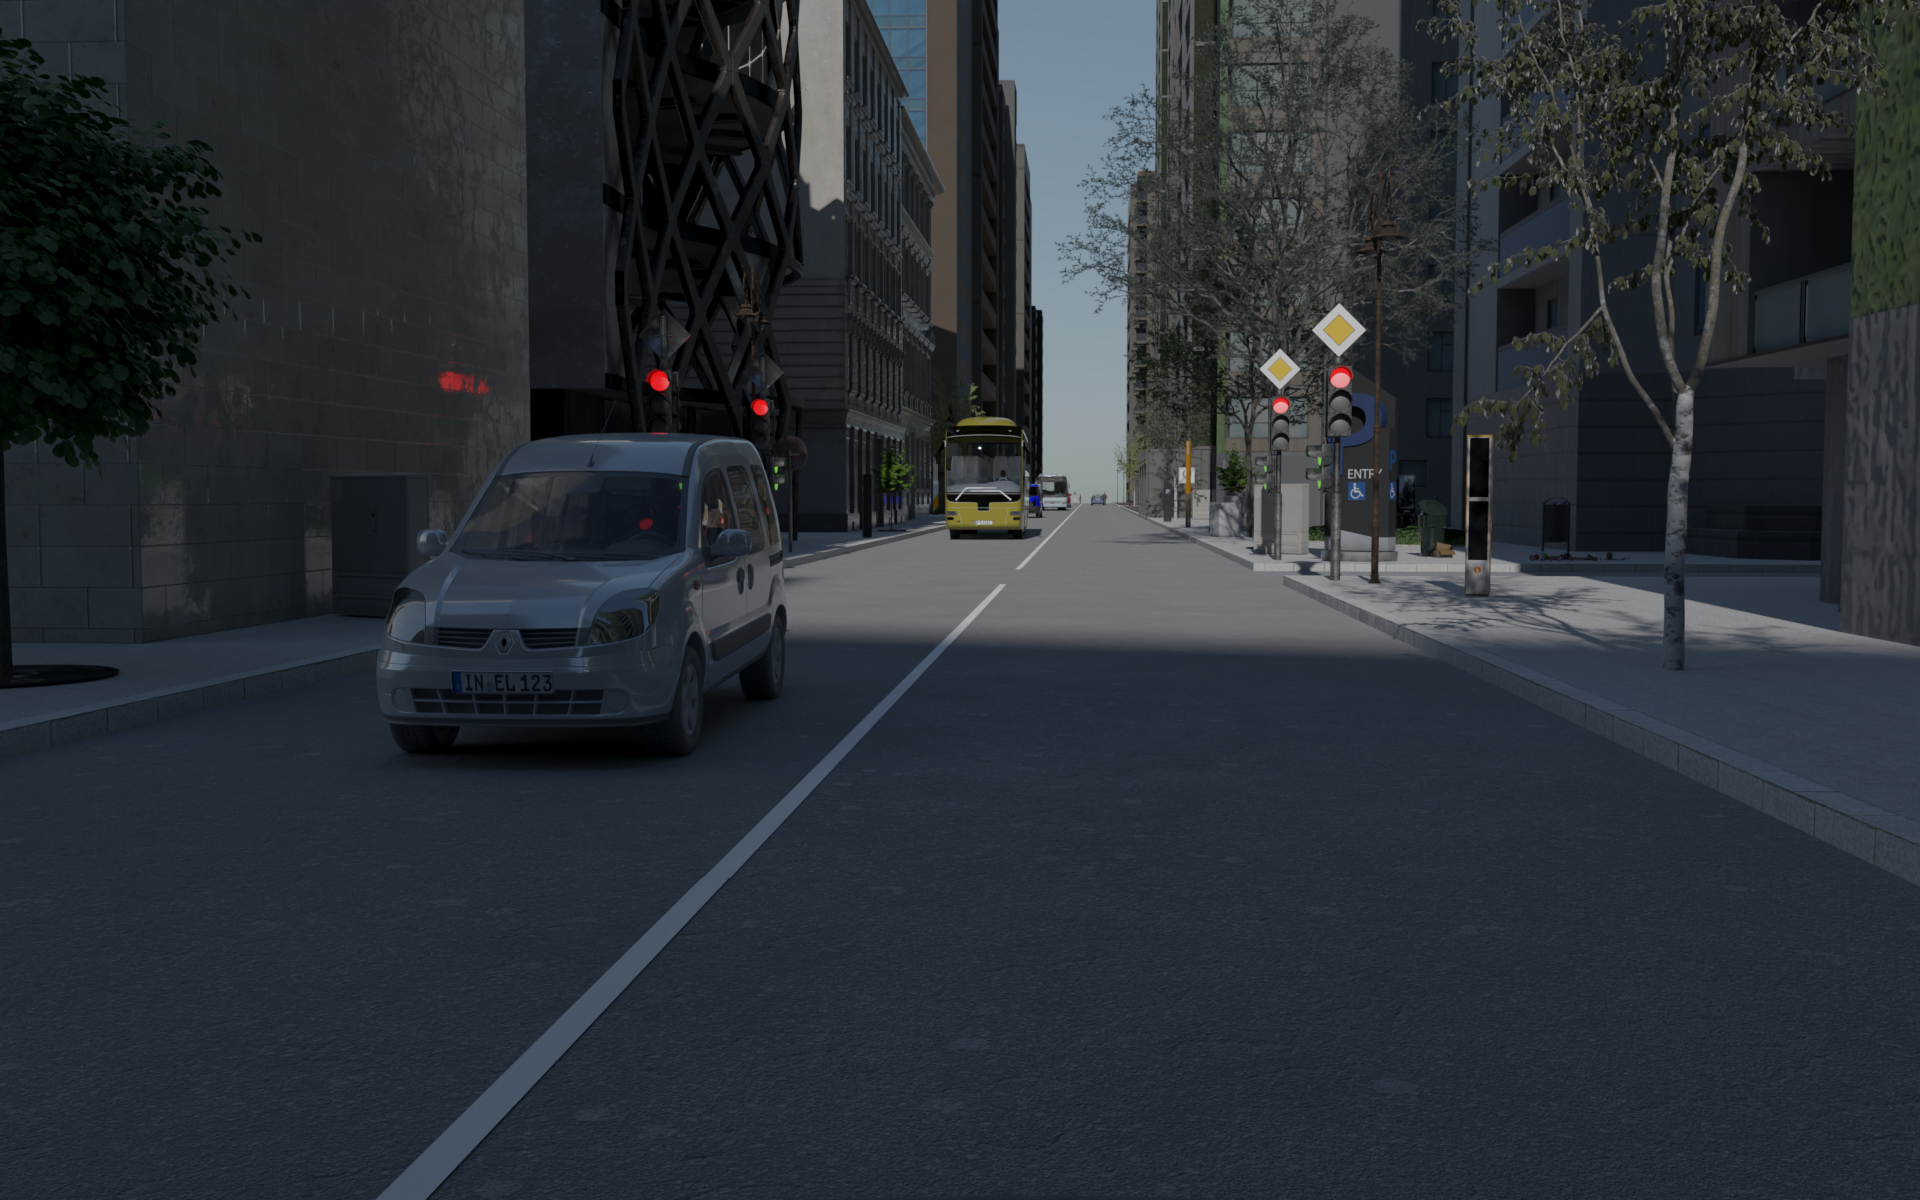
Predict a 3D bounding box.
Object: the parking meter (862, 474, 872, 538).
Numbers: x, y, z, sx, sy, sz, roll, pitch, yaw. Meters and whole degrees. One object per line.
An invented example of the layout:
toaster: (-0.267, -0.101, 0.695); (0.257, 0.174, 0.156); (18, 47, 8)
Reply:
parking meter: (-2.746, -2.775, 51.087); (0.255, 1.863, 0.399); (-1, 4, -11)

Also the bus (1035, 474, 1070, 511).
bus: (8.079, -9.659, 152.788); (2.948, 3.499, 13.247); (0, 4, 2)

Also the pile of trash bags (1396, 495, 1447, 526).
pile of trash bags: (16.739, -3.169, 61.561); (1.912, 1.369, 3.447); (-3, 5, -40)

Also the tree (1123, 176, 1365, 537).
tree: (8.356, -7.154, 51.381); (7.601, 10.594, 8.767); (-1, 4, -14)

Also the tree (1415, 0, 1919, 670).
tree: (5.278, -3.810, 12.648); (4.360, 8.622, 3.978); (0, 3, 0)

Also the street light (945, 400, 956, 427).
street light: (-0.460, -6.889, 85.424); (0.468, 5.910, 1.993); (0, 4, 4)

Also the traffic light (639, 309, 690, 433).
traffic light: (-4.477, -2.290, 26.359); (0.839, 4.253, 0.868); (0, 4, 4)

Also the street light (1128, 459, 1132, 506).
street light: (18.070, -12.942, 184.394); (0.468, 5.910, 1.993); (0, 4, 4)

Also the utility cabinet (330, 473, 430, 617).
utility cabinet: (-6.032, -0.569, 17.983); (1.173, 1.500, 0.318); (2, 4, 32)

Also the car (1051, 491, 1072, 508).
car: (10.605, -10.586, 181.759); (2.281, 1.827, 5.304); (0, 4, 5)

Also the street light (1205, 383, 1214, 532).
street light: (8.422, -5.211, 57.993); (0.468, 5.910, 1.993); (0, 4, 4)

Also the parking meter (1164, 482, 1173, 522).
parking meter: (9.612, -4.543, 79.994); (0.399, 1.863, 0.255); (0, 4, 8)

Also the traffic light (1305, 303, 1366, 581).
traffic light: (5.557, -2.244, 25.618); (0.839, 4.253, 0.868); (0, 4, 4)

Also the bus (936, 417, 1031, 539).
bus: (1.019, -4.121, 58.928); (2.896, 3.916, 12.252); (0, 4, 3)

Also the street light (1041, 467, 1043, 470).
street light: (11.561, -16.590, 244.039); (0.468, 5.910, 1.993); (0, 4, 4)

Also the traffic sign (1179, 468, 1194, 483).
traffic sign: (8.772, -3.970, 67.035); (0.606, 2.300, 0.079); (1, 4, 8)

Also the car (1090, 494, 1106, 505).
car: (17.532, -12.732, 220.168); (2.014, 1.417, 4.499); (0, 4, 6)

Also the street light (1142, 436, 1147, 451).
street light: (14.315, -9.880, 134.324); (0.468, 5.910, 1.993); (0, 4, 4)

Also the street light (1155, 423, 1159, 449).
street light: (12.295, -8.278, 108.127); (0.468, 5.910, 1.993); (0, 4, 4)

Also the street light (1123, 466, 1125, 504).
street light: (20.517, -14.929, 216.883); (0.468, 5.910, 1.993); (0, 4, 4)

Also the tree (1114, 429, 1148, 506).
tree: (19.274, -14.877, 193.605); (4.737, 8.622, 4.395); (0, 3, 0)

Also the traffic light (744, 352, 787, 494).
traffic light: (-3.874, -2.777, 34.321); (0.839, 4.253, 0.868); (0, 4, 4)

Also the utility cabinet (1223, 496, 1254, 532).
utility cabinet: (9.550, -2.945, 59.319); (1.020, 1.237, 0.306); (2, 4, 26)

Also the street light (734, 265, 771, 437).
street light: (-4.188, -3.814, 35.143); (0.468, 5.910, 1.993); (0, 4, 4)

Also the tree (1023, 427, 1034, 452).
tree: (5.956, -14.424, 186.198); (4.737, 8.622, 4.395); (0, 3, 0)

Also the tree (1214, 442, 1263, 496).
tree: (10.144, -4.263, 64.298); (1.663, 3.219, 1.824); (0, 3, 0)

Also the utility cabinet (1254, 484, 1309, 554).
utility cabinet: (6.858, -1.732, 37.004); (1.173, 1.500, 0.318); (3, 5, 42)

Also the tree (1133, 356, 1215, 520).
tree: (10.684, -8.274, 85.641); (4.360, 8.622, 3.978); (0, 3, 0)

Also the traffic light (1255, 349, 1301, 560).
traffic light: (6.160, -2.731, 33.580); (0.839, 4.253, 0.868); (0, 4, 4)

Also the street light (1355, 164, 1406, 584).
street light: (5.955, -3.175, 24.699); (0.468, 5.910, 1.993); (0, 4, 4)

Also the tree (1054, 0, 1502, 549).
tree: (7.316, -7.924, 39.921); (12.009, 13.543, 11.850); (0, 3, 0)

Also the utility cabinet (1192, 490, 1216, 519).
utility cabinet: (12.255, -4.790, 86.998); (1.173, 1.500, 0.318); (0, 4, -3)

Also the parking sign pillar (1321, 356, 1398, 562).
parking sign pillar: (7.720, -2.745, 33.357); (1.447, 3.967, 1.447); (2, 4, 35)

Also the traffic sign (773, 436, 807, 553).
traffic sign: (-3.721, -2.313, 37.930); (0.768, 2.556, 0.104); (1, 4, 10)

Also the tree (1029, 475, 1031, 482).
tree: (5.700, -11.891, 178.135); (4.285, 4.588, 4.351); (0, 3, 0)
